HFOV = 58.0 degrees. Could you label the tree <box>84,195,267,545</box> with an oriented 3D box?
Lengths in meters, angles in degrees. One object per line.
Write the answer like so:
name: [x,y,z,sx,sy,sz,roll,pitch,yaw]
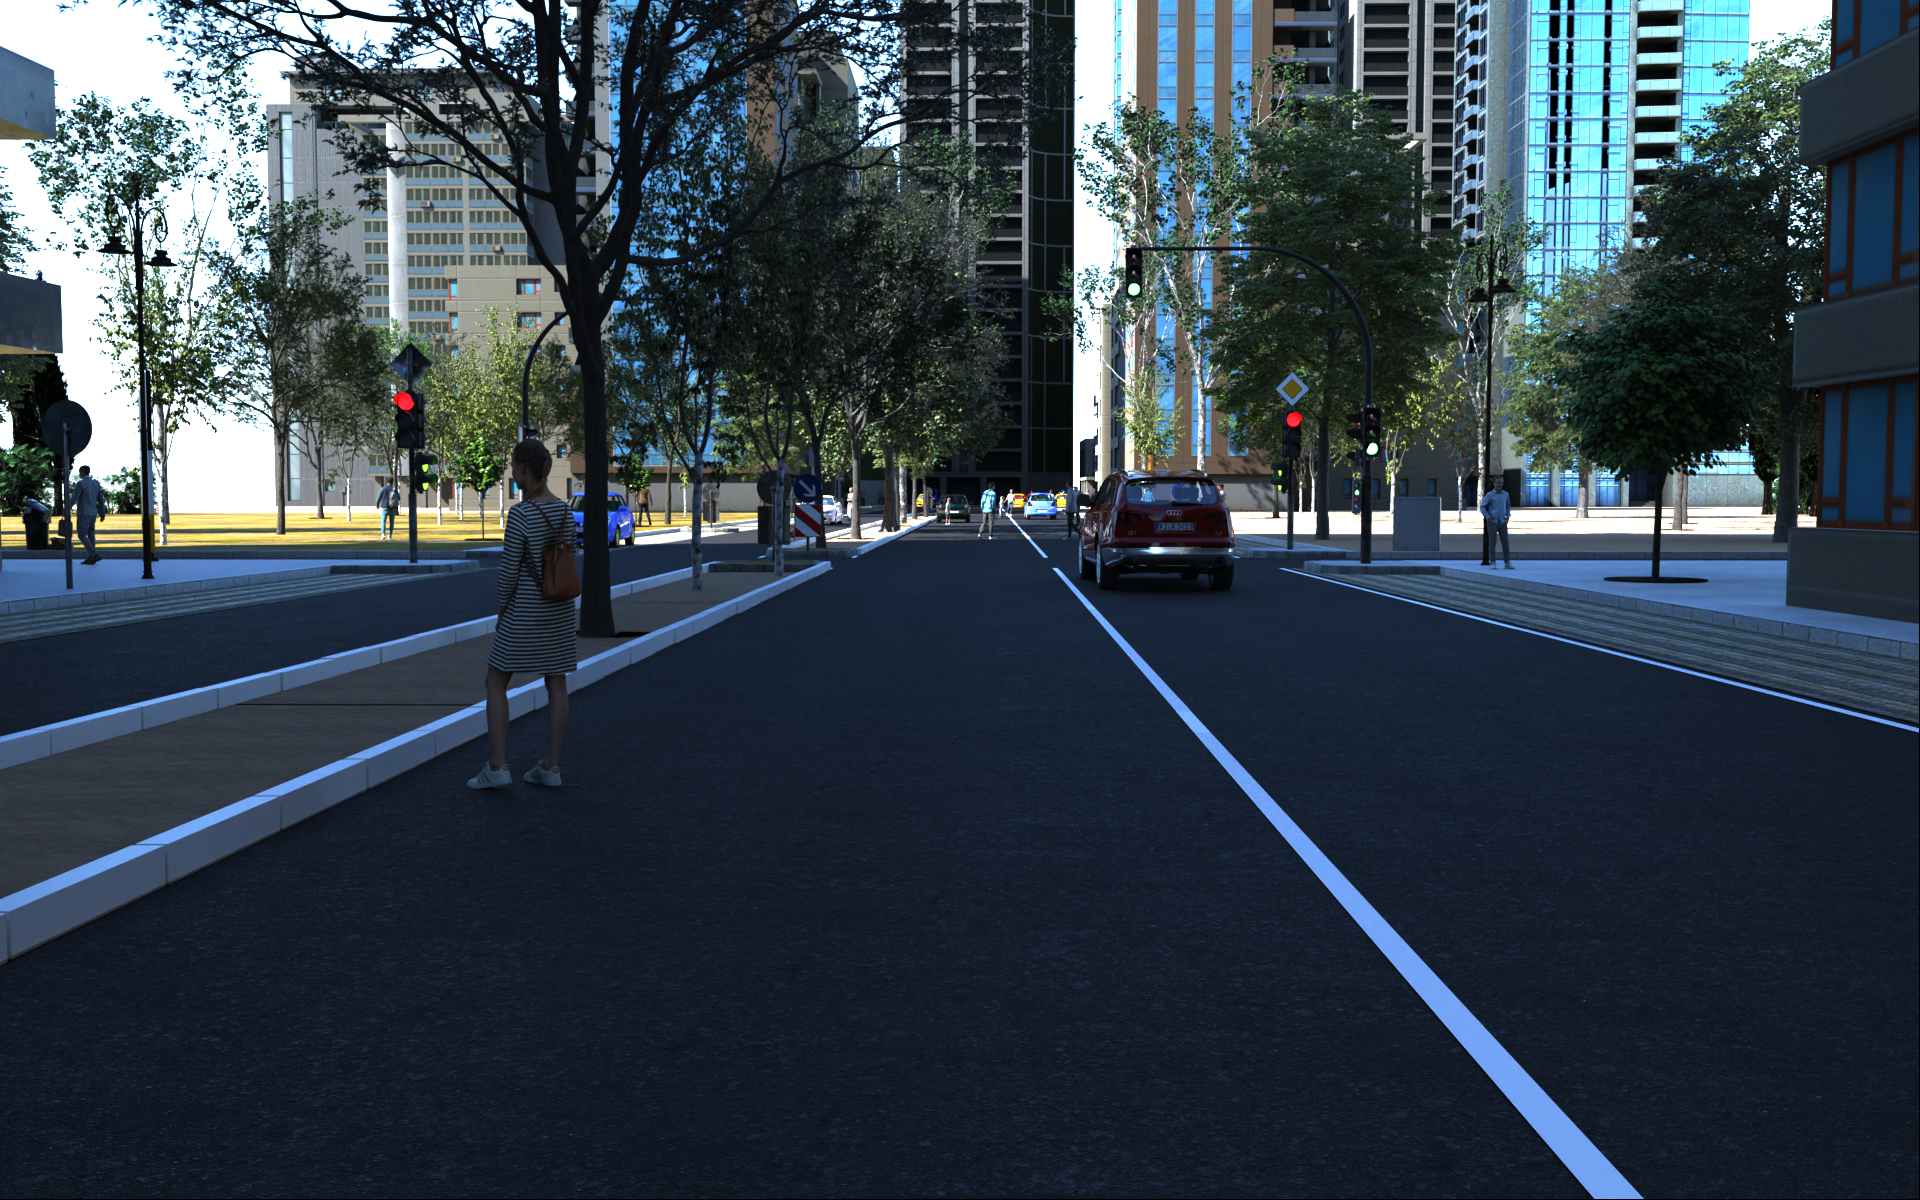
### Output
tree: [-20.030,-5.710,43.724,4.737,8.622,4.395,0,3,0]

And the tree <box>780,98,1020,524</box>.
tree: [-3.955,-13.776,83.585,12.611,20.169,13.585,0,3,0]

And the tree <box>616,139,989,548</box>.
tree: [-3.503,-6.559,44.115,8.767,10.594,7.601,0,4,1]

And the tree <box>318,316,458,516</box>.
tree: [-33.631,-10.803,102.388,9.928,11.665,9.643,0,3,0]

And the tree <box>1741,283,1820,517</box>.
tree: [51.879,-12.254,102.181,13.155,14.587,18.604,-1,4,-12]

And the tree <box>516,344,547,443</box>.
tree: [-17.479,-9.507,89.845,8.767,10.594,7.601,0,4,0]

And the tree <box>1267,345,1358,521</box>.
tree: [17.363,-8.156,83.714,4.360,8.622,3.978,0,3,0]

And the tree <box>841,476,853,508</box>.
tree: [-10.433,-10.389,164.465,1.663,3.219,1.824,0,3,0]

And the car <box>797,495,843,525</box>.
car: [-6.569,-4.216,81.286,2.083,1.381,4.827,0,4,2]

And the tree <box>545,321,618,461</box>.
tree: [-12.415,-8.477,73.004,8.767,10.594,7.601,0,4,-7]

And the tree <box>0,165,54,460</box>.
tree: [-34.245,-9.097,55.383,9.857,13.997,8.962,0,3,0]

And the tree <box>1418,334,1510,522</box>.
tree: [22.677,-7.819,78.206,4.360,8.622,3.978,0,3,0]

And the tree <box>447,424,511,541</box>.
tree: [-13.300,-3.249,47.718,1.663,3.219,1.824,0,3,0]

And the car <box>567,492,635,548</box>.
car: [-9.872,-2.274,46.766,1.945,1.707,3.694,0,4,-1]

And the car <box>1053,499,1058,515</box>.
car: [5.967,-6.963,122.640,1.959,1.807,4.718,0,4,1]

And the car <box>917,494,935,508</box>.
car: [-3.502,-10.055,174.627,2.015,1.641,3.980,0,4,3]

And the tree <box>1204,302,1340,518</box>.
tree: [16.708,-10.164,91.937,9.928,11.665,9.643,0,3,0]

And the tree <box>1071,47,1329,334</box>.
tree: [11.618,-13.292,73.212,12.611,20.169,13.585,0,3,0]

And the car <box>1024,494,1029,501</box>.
car: [6.163,-10.462,180.086,2.155,1.783,4.494,0,4,-1]

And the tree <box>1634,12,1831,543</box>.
tree: [21.896,-8.503,45.685,9.857,13.997,8.962,0,3,0]

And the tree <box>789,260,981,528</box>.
tree: [-2.828,-9.363,73.668,7.486,12.596,7.792,0,3,0]

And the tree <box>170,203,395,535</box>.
tree: [-21.290,-7.363,54.799,8.767,10.594,7.601,3,4,36]

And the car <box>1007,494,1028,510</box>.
car: [5.145,-8.863,155.125,2.015,1.641,3.980,0,4,2]

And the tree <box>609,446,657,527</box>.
tree: [-12.570,-4.461,67.531,1.663,3.219,1.824,0,3,0]

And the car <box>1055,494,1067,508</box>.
car: [9.452,-9.176,160.257,2.015,1.641,3.980,0,4,0]

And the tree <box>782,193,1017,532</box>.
tree: [-2.638,-8.890,64.823,9.611,12.733,9.660,0,3,0]

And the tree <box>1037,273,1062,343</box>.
tree: [10.912,-15.619,111.265,12.611,20.169,13.585,0,3,0]

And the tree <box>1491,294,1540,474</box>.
tree: [32.928,-11.305,91.499,9.857,13.997,8.962,0,3,0]

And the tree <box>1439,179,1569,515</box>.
tree: [31.876,-15.356,106.960,12.611,20.169,13.585,0,3,0]

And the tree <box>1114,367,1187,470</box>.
tree: [11.105,-9.246,101.538,4.737,8.622,4.395,0,3,0]

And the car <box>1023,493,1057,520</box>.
car: [4.505,-5.362,97.264,1.945,1.707,3.694,0,4,0]

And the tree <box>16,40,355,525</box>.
tree: [-32.201,-13.196,71.639,12.611,20.169,13.585,0,3,0]

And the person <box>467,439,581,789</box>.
person: [-2.082,0.062,8.498,0.522,1.701,0.512,2,4,29]

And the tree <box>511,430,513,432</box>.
tree: [-25.543,-8.676,92.217,4.360,8.622,3.978,0,3,0]

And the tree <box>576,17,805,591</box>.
tree: [-3.898,-4.451,25.586,4.360,8.622,3.978,0,3,0]

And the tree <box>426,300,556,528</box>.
tree: [-17.540,-7.036,65.399,4.737,8.622,4.395,0,3,0]

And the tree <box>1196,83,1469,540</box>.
tree: [10.566,-7.961,48.286,7.486,12.596,7.792,0,3,0]

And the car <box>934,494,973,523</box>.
car: [-0.336,-4.750,87.445,2.009,1.686,4.222,0,3,0]

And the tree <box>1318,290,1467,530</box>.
tree: [15.634,-6.796,61.472,4.737,8.622,4.395,0,3,0]

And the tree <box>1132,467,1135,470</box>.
tree: [12.240,-7.777,121.757,1.663,3.219,1.824,0,3,0]

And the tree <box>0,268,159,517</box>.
tree: [-56.724,-12.387,104.345,13.155,14.587,18.604,0,4,-6]

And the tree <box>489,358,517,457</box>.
tree: [-24.062,-10.123,99.931,7.601,10.594,8.767,-1,4,-11]

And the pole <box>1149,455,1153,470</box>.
pole: [9.907,-5.888,90.117,0.158,3.312,0.155,0,3,0]

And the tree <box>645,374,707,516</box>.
tree: [-16.104,-9.146,99.904,4.737,8.622,4.395,0,3,0]

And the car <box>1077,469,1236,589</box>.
car: [3.051,-1.156,27.575,2.281,1.827,5.304,0,4,-1]

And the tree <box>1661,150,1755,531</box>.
tree: [25.345,-9.179,60.442,12.009,13.543,11.850,0,3,0]

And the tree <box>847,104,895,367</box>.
tree: [-3.151,-4.722,30.025,4.360,8.622,3.978,0,3,0]

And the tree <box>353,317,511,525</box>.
tree: [-21.701,-7.398,71.326,4.360,8.622,3.978,0,3,0]

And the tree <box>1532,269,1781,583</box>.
tree: [10.204,-2.556,25.503,4.285,4.588,4.351,0,3,0]

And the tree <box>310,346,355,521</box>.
tree: [-28.756,-8.024,81.553,4.360,8.622,3.978,0,3,0]

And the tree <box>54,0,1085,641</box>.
tree: [-3.613,-6.361,16.823,12.009,13.543,11.850,0,3,0]

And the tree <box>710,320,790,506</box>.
tree: [-11.797,-11.571,107.314,7.486,12.596,7.792,0,3,0]
